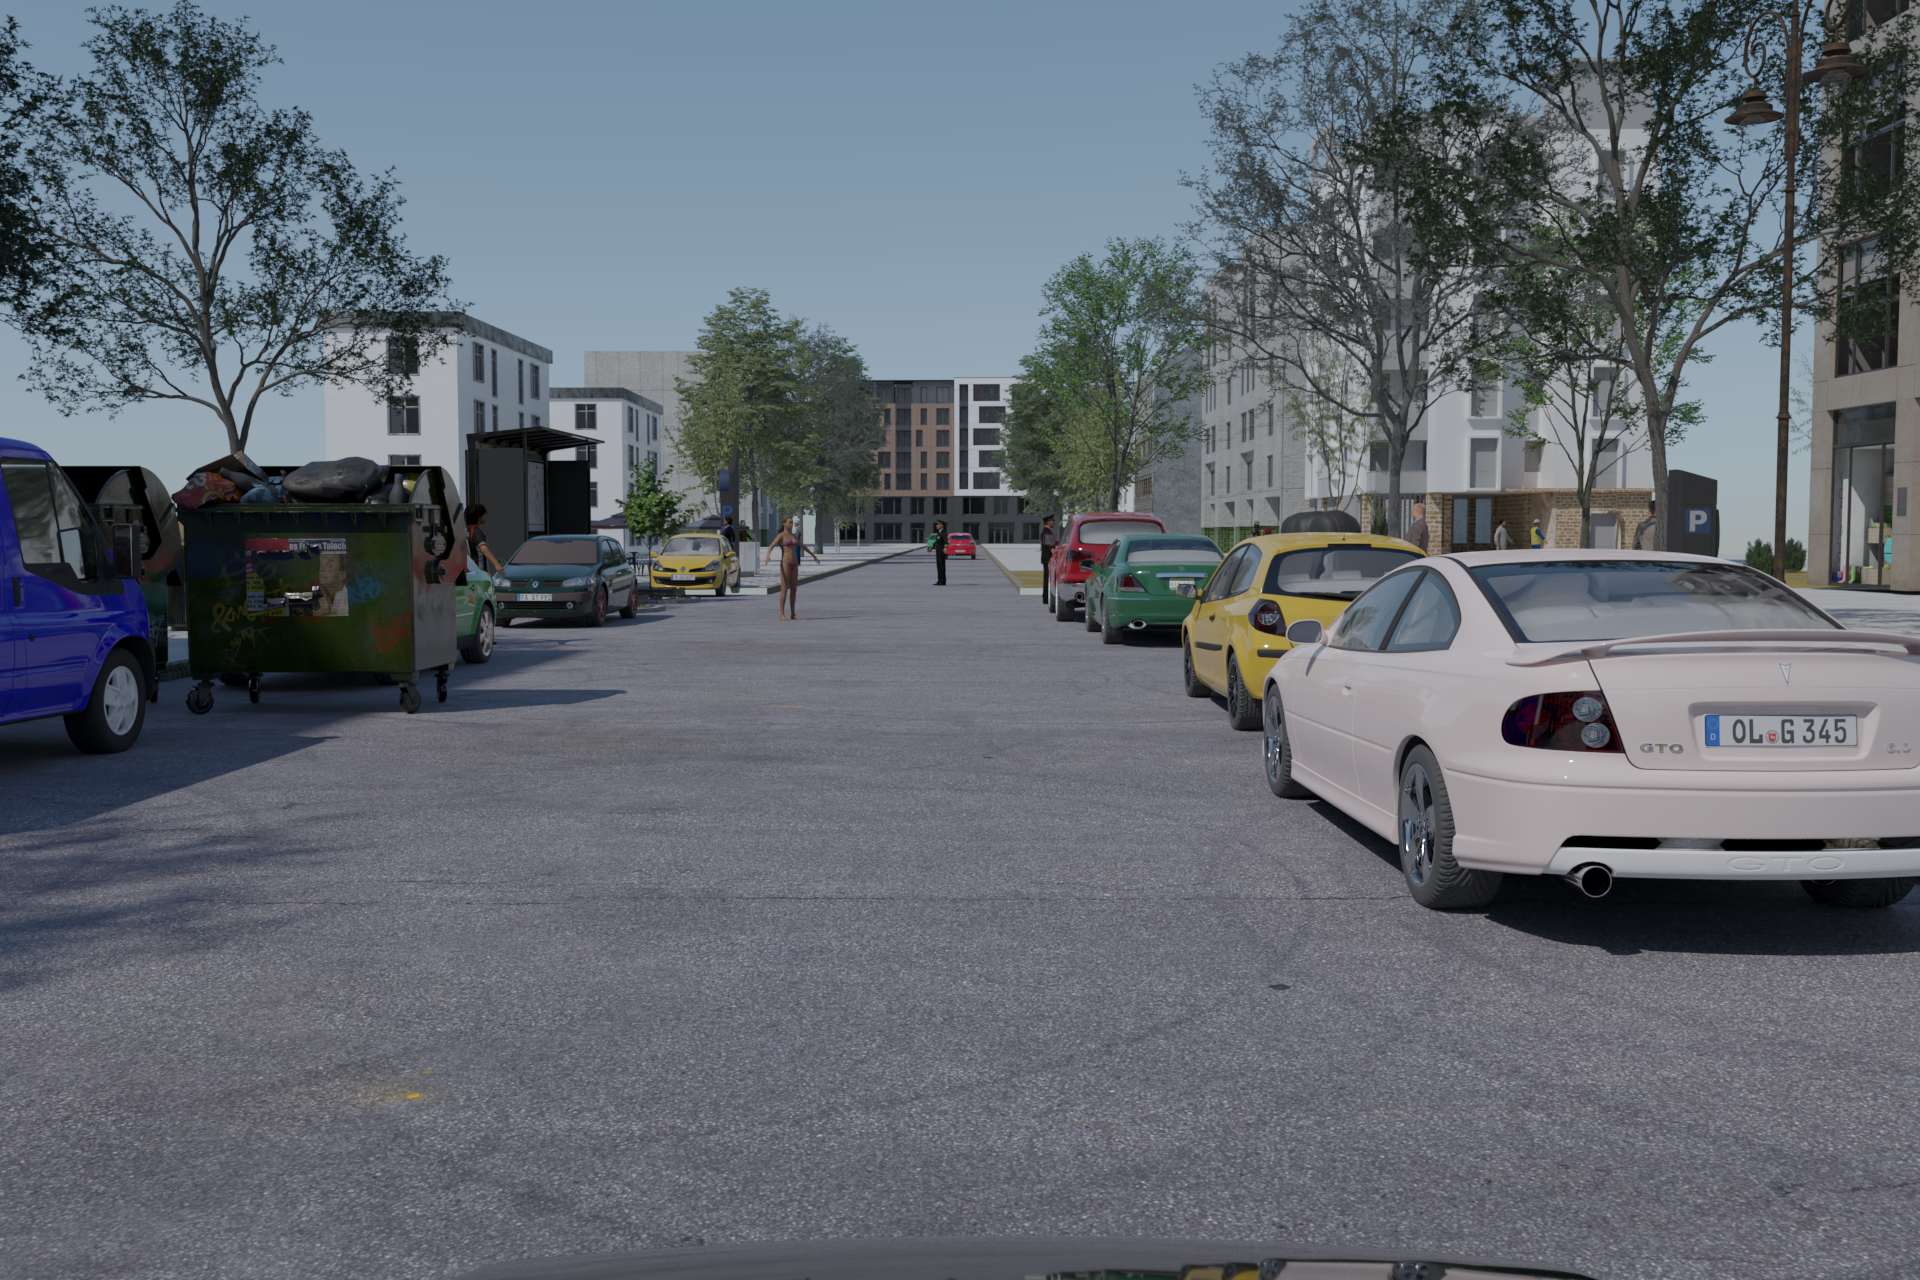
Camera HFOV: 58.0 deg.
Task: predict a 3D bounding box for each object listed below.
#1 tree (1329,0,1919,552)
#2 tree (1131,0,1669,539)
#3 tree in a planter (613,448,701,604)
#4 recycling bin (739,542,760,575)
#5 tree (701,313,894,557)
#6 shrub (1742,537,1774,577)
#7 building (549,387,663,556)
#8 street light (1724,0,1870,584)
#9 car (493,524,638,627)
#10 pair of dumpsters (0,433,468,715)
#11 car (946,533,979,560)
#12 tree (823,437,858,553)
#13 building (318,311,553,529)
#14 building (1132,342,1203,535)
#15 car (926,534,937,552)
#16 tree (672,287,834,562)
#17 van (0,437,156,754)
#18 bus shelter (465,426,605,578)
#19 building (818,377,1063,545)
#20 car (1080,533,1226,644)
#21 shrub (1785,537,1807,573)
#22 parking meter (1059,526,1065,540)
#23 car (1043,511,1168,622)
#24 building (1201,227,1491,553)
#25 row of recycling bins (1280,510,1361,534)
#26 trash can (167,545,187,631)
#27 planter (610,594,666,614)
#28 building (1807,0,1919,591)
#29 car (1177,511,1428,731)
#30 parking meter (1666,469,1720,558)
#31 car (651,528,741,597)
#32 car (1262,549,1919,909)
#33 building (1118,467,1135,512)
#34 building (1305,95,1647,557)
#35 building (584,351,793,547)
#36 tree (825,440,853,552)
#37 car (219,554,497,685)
[{"bbox_3d":[9.036,-5.355,21.962,8.767,10.594,7.601,1,4,10],"label":"tree"},{"bbox_3d":[9.053,-7.670,35.776,12.009,13.543,11.850,0,3,0],"label":"tree"},{"bbox_3d":[-6.508,-2.389,36.276,1.991,3.239,1.994,0,4,0],"label":"tree in a planter"},{"bbox_3d":[-6.731,-2.581,54.754,0.722,1.027,0.722,0,4,2],"label":"recycling bin"},{"bbox_3d":[-8.756,-11.329,95.600,12.009,13.543,11.850,0,3,0],"label":"tree"},{"bbox_3d":[20.873,-2.086,45.229,1.383,1.207,1.383,0,3,0],"label":"shrub"},{"bbox_3d":[-23.926,-10.463,113.213,9.099,9.664,28.070,0,4,-1],"label":"building"},{"bbox_3d":[6.741,-2.529,14.131,0.468,5.910,1.993,0,4,1],"label":"street light"},{"bbox_3d":[-6.384,-1.119,28.075,2.009,1.686,4.222,0,4,0],"label":"car"},{"bbox_3d":[-6.421,-0.564,14.175,4.436,2.255,1.574,0,4,1],"label":"pair of dumpsters"},{"bbox_3d":[-0.014,-5.424,97.719,2.155,1.783,4.494,0,4,0],"label":"car"},{"bbox_3d":[-8.224,-10.336,119.362,4.360,8.622,3.978,0,3,0],"label":"tree"},{"bbox_3d":[-23.172,-8.397,79.438,9.099,9.664,28.070,0,4,1],"label":"building"},{"bbox_3d":[27.420,-20.838,171.635,19.493,23.208,18.063,0,3,0],"label":"building"},{"bbox_3d":[-1.748,-8.030,140.089,1.959,1.807,4.718,0,4,0],"label":"car"},{"bbox_3d":[-9.903,-9.918,80.283,7.486,12.596,7.792,0,3,0],"label":"tree"},{"bbox_3d":[-6.420,-0.318,9.583,2.240,2.365,5.245,0,3,0],"label":"van"},{"bbox_3d":[-9.884,-3.027,40.770,1.731,3.624,6.357,0,4,1],"label":"bus shelter"},{"bbox_3d":[-2.399,-23.952,238.044,32.646,21.610,27.936,0,4,2],"label":"building"},{"bbox_3d":[2.762,-0.742,23.937,2.131,1.459,4.920,0,4,0],"label":"car"},{"bbox_3d":[27.666,-2.843,57.602,1.383,1.207,1.383,0,3,0],"label":"shrub"},{"bbox_3d":[3.216,-2.723,52.936,0.372,1.533,0.369,0,3,0],"label":"parking meter"},{"bbox_3d":[2.597,-1.295,29.844,2.281,1.827,5.304,0,4,1],"label":"car"},{"bbox_3d":[25.688,-14.803,108.484,16.747,18.905,31.486,0,4,0],"label":"building"},{"bbox_3d":[6.436,-1.479,31.294,1.069,1.692,3.534,0,4,0],"label":"row of recycling bins"},{"bbox_3d":[-10.272,-0.698,23.059,0.748,1.137,0.748,0,3,0],"label":"trash can"},{"bbox_3d":[-6.537,-0.671,32.110,1.991,0.319,1.994,0,4,1],"label":"planter"},{"bbox_3d":[29.251,-13.423,22.662,19.351,26.588,34.151,0,4,1],"label":"building"},{"bbox_3d":[2.832,-0.234,14.050,2.015,1.641,3.980,0,4,0],"label":"car"},{"bbox_3d":[6.647,-0.613,15.731,0.399,1.863,0.255,0,4,0],"label":"parking meter"},{"bbox_3d":[-6.224,-1.875,40.878,2.015,1.641,3.980,0,3,0],"label":"car"},{"bbox_3d":[2.654,0.266,8.013,2.083,1.381,4.827,0,4,-1],"label":"car"},{"bbox_3d":[24.851,-16.419,210.603,9.099,9.664,28.070,0,3,0],"label":"building"},{"bbox_3d":[21.563,-13.744,81.133,16.016,20.090,11.380,0,4,0],"label":"building"},{"bbox_3d":[-27.757,-19.370,183.150,16.747,18.905,31.486,0,4,0],"label":"building"},{"bbox_3d":[-9.231,-10.756,126.215,4.737,8.622,4.395,0,3,0],"label":"tree"},{"bbox_3d":[-6.144,-0.554,17.859,1.959,1.807,4.718,0,4,0],"label":"car"}]
